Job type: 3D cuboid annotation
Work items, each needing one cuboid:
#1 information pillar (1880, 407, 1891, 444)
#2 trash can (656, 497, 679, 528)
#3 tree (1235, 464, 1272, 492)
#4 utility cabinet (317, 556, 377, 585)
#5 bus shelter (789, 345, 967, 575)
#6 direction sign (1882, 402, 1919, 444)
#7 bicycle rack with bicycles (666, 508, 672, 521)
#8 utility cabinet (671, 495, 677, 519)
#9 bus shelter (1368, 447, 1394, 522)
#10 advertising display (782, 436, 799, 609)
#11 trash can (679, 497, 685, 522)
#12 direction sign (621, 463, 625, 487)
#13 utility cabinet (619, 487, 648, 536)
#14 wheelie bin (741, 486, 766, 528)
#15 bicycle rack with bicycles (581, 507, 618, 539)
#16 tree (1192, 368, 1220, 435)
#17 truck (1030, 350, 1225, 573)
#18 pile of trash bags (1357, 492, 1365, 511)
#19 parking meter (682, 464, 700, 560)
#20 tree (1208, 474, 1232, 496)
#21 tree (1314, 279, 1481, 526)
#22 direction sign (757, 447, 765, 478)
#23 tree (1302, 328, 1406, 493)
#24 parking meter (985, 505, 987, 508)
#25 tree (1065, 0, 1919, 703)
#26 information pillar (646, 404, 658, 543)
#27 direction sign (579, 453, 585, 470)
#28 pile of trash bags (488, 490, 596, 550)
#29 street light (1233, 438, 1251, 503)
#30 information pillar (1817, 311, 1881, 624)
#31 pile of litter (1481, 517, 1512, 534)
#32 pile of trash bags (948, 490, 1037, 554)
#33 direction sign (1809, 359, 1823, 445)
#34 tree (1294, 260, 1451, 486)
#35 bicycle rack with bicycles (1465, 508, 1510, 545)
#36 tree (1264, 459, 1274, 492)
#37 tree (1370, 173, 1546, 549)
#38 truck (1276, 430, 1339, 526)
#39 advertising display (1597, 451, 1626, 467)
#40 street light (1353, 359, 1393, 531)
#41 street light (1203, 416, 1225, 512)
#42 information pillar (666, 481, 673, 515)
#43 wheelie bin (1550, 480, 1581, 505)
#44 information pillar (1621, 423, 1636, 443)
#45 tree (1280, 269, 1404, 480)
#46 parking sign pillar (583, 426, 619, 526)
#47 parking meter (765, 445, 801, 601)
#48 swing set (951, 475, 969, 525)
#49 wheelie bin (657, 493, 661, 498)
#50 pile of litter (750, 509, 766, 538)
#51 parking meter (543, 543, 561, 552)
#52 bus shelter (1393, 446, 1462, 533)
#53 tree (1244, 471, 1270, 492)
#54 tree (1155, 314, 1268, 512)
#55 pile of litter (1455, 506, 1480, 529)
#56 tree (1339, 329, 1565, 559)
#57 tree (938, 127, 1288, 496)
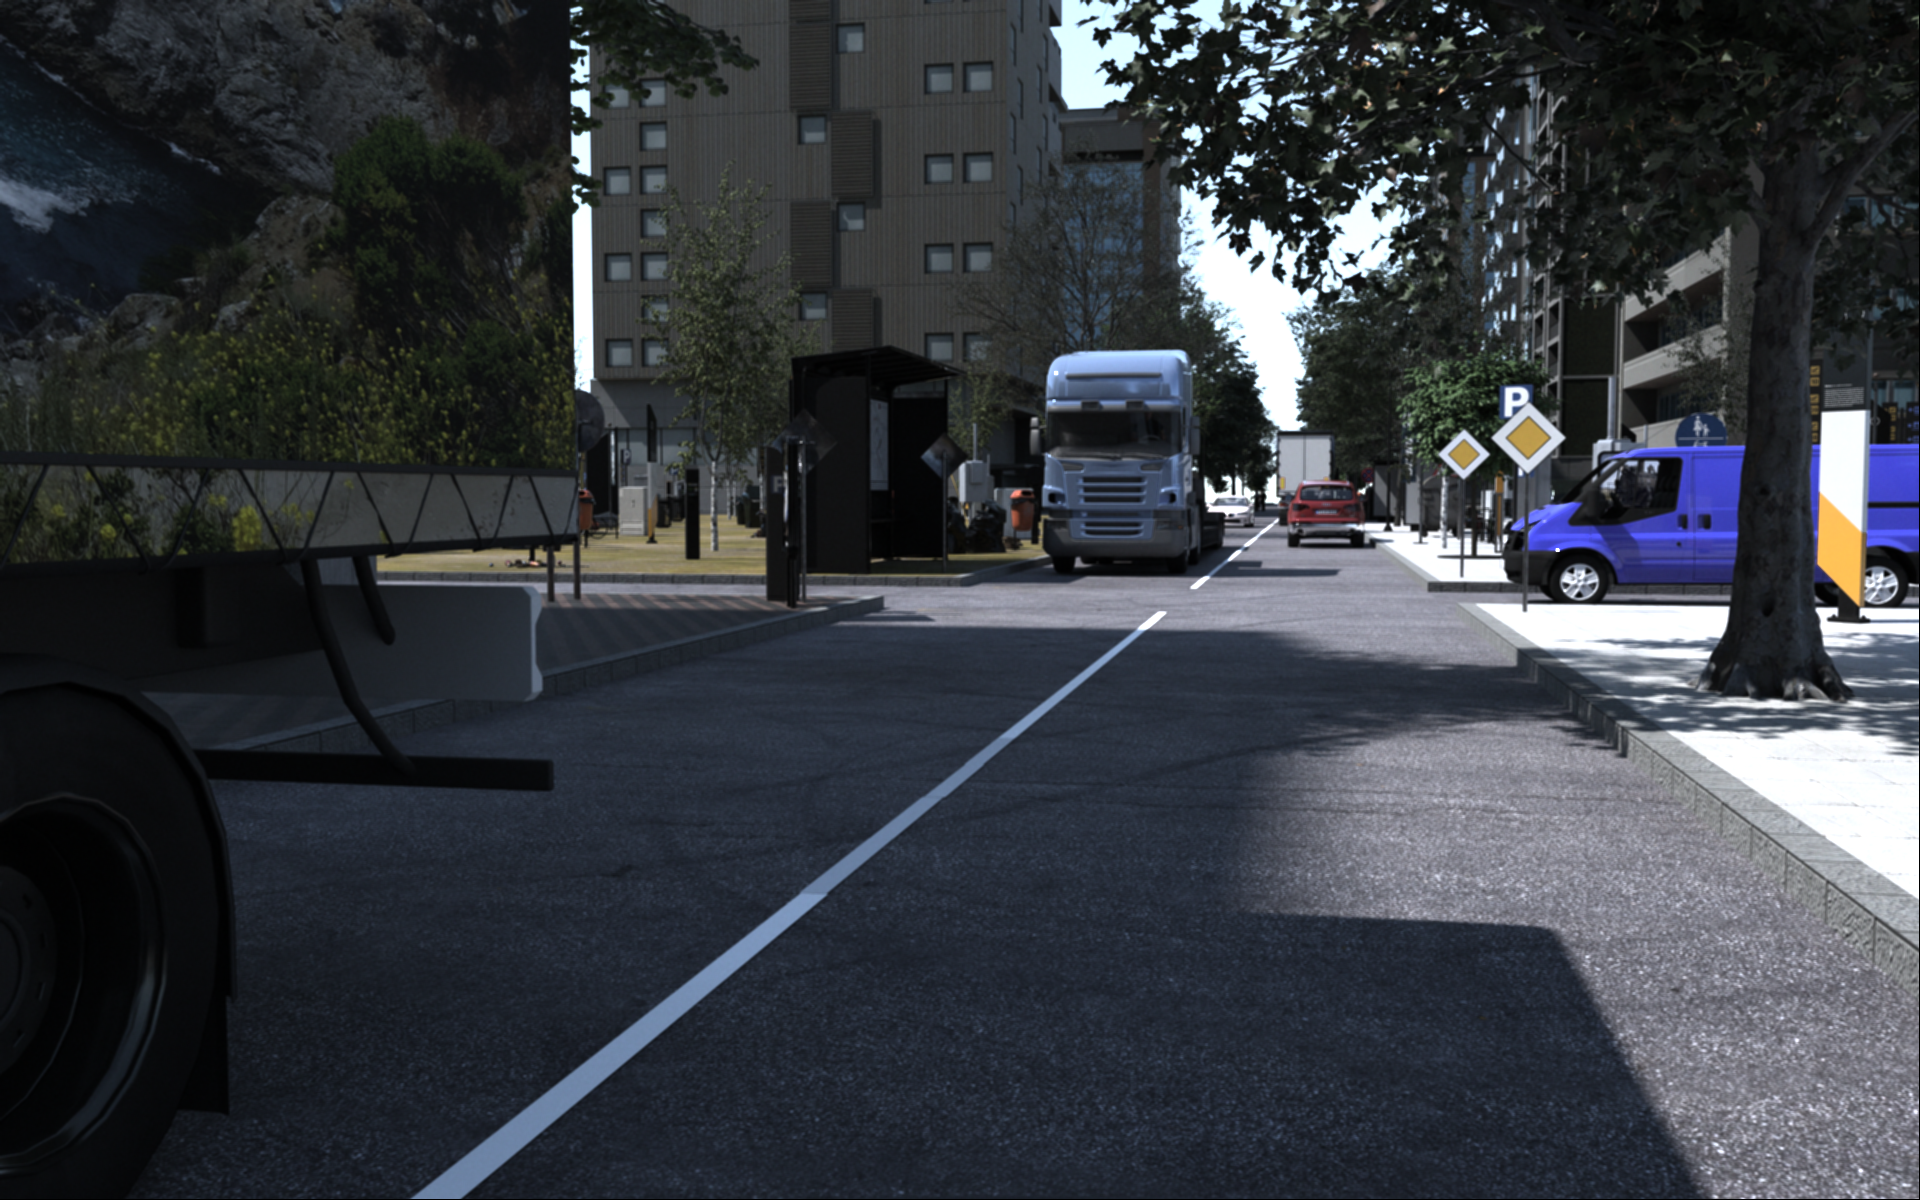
[{"bbox_3d":[22.419,-3.117,42.312,0.504,3.616,0.183,3,5,45],"label":"information pillar"},{"bbox_3d":[-11.314,-3.323,65.980,0.748,1.137,0.748,0,3,0],"label":"trash can"},{"bbox_3d":[41.676,-17.853,242.264,4.737,8.622,4.395,0,3,0],"label":"tree"},{"bbox_3d":[-6.203,-0.367,17.156,0.306,1.237,1.020,1,4,18],"label":"utility cabinet"},{"bbox_3d":[-1.324,-2.404,30.587,1.731,3.624,6.357,1,4,11],"label":"bus shelter"},{"bbox_3d":[23.172,-3.101,42.700,0.876,3.537,0.379,2,4,28],"label":"direction sign"},{"bbox_3d":[-14.751,-4.259,83.010,2.852,0.926,2.925,0,4,-1],"label":"bicycle rack with bicycles"},{"bbox_3d":[-15.080,-4.904,91.339,0.306,1.237,1.020,0,4,-8],"label":"utility cabinet"},{"bbox_3d":[19.409,-5.123,77.690,2.014,3.302,5.546,1,4,11],"label":"bus shelter"},{"bbox_3d":[-1.938,-0.891,19.781,0.123,1.923,0.974,-1,4,-9],"label":"advertising display"},{"bbox_3d":[-13.135,-4.200,80.322,0.748,1.137,0.748,0,3,0],"label":"trash can"},{"bbox_3d":[-21.084,-7.113,108.289,0.379,3.537,0.876,-2,4,-24],"label":"direction sign"},{"bbox_3d":[-9.984,-2.722,53.175,1.173,1.500,0.318,3,5,40],"label":"utility cabinet"},{"bbox_3d":[-7.820,-3.522,65.486,0.980,1.594,0.693,-2,4,-33],"label":"wheelie bin"},{"bbox_3d":[-11.308,-2.232,49.878,2.925,0.926,2.852,-3,4,-38],"label":"bicycle rack with bicycles"},{"bbox_3d":[11.851,-8.781,93.925,4.737,8.622,4.395,0,3,0],"label":"tree"},{"bbox_3d":[4.267,-2.971,38.333,2.967,4.110,18.799,1,4,11],"label":"truck"},{"bbox_3d":[22.867,-5.366,97.489,1.912,1.369,3.447,2,4,28],"label":"pile of trash bags"},{"bbox_3d":[-5.256,-1.730,33.990,0.255,1.863,0.399,-1,4,-14],"label":"parking meter"},{"bbox_3d":[19.092,-8.117,127.315,1.663,3.219,1.824,0,3,0],"label":"tree"},{"bbox_3d":[17.706,-8.197,68.433,7.601,10.594,8.767,0,4,1],"label":"tree"},{"bbox_3d":[-9.233,-5.550,82.744,0.876,3.537,0.379,0,4,-2],"label":"direction sign"},{"bbox_3d":[26.908,-12.198,117.563,7.486,12.596,7.792,0,3,0],"label":"tree"},{"bbox_3d":[1.579,-5.299,95.044,0.372,1.533,0.369,0,3,0],"label":"parking meter"},{"bbox_3d":[5.254,-5.733,10.741,9.611,12.733,9.660,0,3,0],"label":"tree"},{"bbox_3d":[-8.014,-3.286,45.088,0.183,3.616,0.504,1,4,11],"label":"information pillar"},{"bbox_3d":[-19.372,-5.991,89.943,0.876,3.537,0.379,2,4,28],"label":"direction sign"},{"bbox_3d":[-10.229,-1.890,40.654,3.447,1.369,1.912,0,4,7],"label":"pile of trash bags"},{"bbox_3d":[23.291,-10.484,143.959,1.470,5.913,1.316,1,4,11],"label":"street light"},{"bbox_3d":[8.845,-1.586,17.283,0.183,3.616,0.504,-2,4,-30],"label":"information pillar"},{"bbox_3d":[17.777,-2.542,55.535,1.176,0.858,1.719,-1,4,-13],"label":"pile of litter"},{"bbox_3d":[0.287,-1.740,38.200,3.447,1.369,1.912,-3,4,-38],"label":"pile of trash bags"},{"bbox_3d":[14.467,-2.261,28.960,0.379,3.537,0.876,-3,5,-43],"label":"direction sign"},{"bbox_3d":[22.140,-11.341,92.082,9.857,13.997,8.962,0,3,0],"label":"tree"},{"bbox_3d":[14.254,-1.919,44.755,2.852,0.926,2.925,2,4,31],"label":"bicycle rack with bicycles"},{"bbox_3d":[44.897,-18.764,257.146,4.360,8.622,3.978,0,3,0],"label":"tree"},{"bbox_3d":[11.537,-5.532,40.807,4.360,8.622,3.978,0,3,0],"label":"tree"},{"bbox_3d":[16.368,-5.668,81.584,2.839,4.237,11.283,1,4,13],"label":"truck"},{"bbox_3d":[10.037,-1.266,25.907,0.974,1.923,0.123,1,4,16],"label":"advertising display"},{"bbox_3d":[14.226,-5.327,59.644,1.470,5.913,1.316,1,4,11],"label":"street light"},{"bbox_3d":[15.137,-8.013,103.557,1.470,5.913,1.316,1,4,11],"label":"street light"},{"bbox_3d":[-16.597,-5.780,98.996,0.304,2.012,0.304,0,4,8],"label":"information pillar"},{"bbox_3d":[13.289,-1.847,38.106,0.980,1.594,0.693,1,4,11],"label":"wheelie bin"},{"bbox_3d":[21.866,-4.001,56.775,0.504,3.616,0.183,1,4,15],"label":"information pillar"},{"bbox_3d":[33.420,-17.622,144.010,12.611,20.169,13.585,0,3,0],"label":"tree"},{"bbox_3d":[-14.233,-4.900,68.593,1.447,3.967,1.447,-2,4,-31],"label":"parking sign pillar"},{"bbox_3d":[-2.113,-0.922,20.793,0.399,1.863,0.255,1,4,12],"label":"parking meter"},{"bbox_3d":[-1.696,-4.548,71.973,2.862,2.851,3.119,3,5,41],"label":"swing set"},{"bbox_3d":[-12.982,-3.940,72.323,0.980,1.594,0.693,-1,4,-11],"label":"wheelie bin"},{"bbox_3d":[-5.582,-2.276,51.176,1.176,0.858,1.719,-3,5,-40],"label":"pile of litter"},{"bbox_3d":[-9.103,-2.014,38.636,0.399,1.863,0.255,0,4,3],"label":"parking meter"},{"bbox_3d":[15.513,-3.851,56.880,2.014,3.302,5.546,1,4,11],"label":"bus shelter"},{"bbox_3d":[37.395,-14.332,218.034,4.285,4.588,4.351,0,3,0],"label":"tree"},{"bbox_3d":[16.730,-13.002,119.241,9.857,13.997,8.962,0,3,0],"label":"tree"},{"bbox_3d":[18.758,-3.067,64.118,1.719,0.858,1.176,0,4,-1],"label":"pile of litter"},{"bbox_3d":[10.427,-3.122,34.763,4.285,4.588,4.351,0,3,0],"label":"tree"},{"bbox_3d":[4.460,-9.094,59.063,12.009,13.543,11.850,0,3,0],"label":"tree"}]
